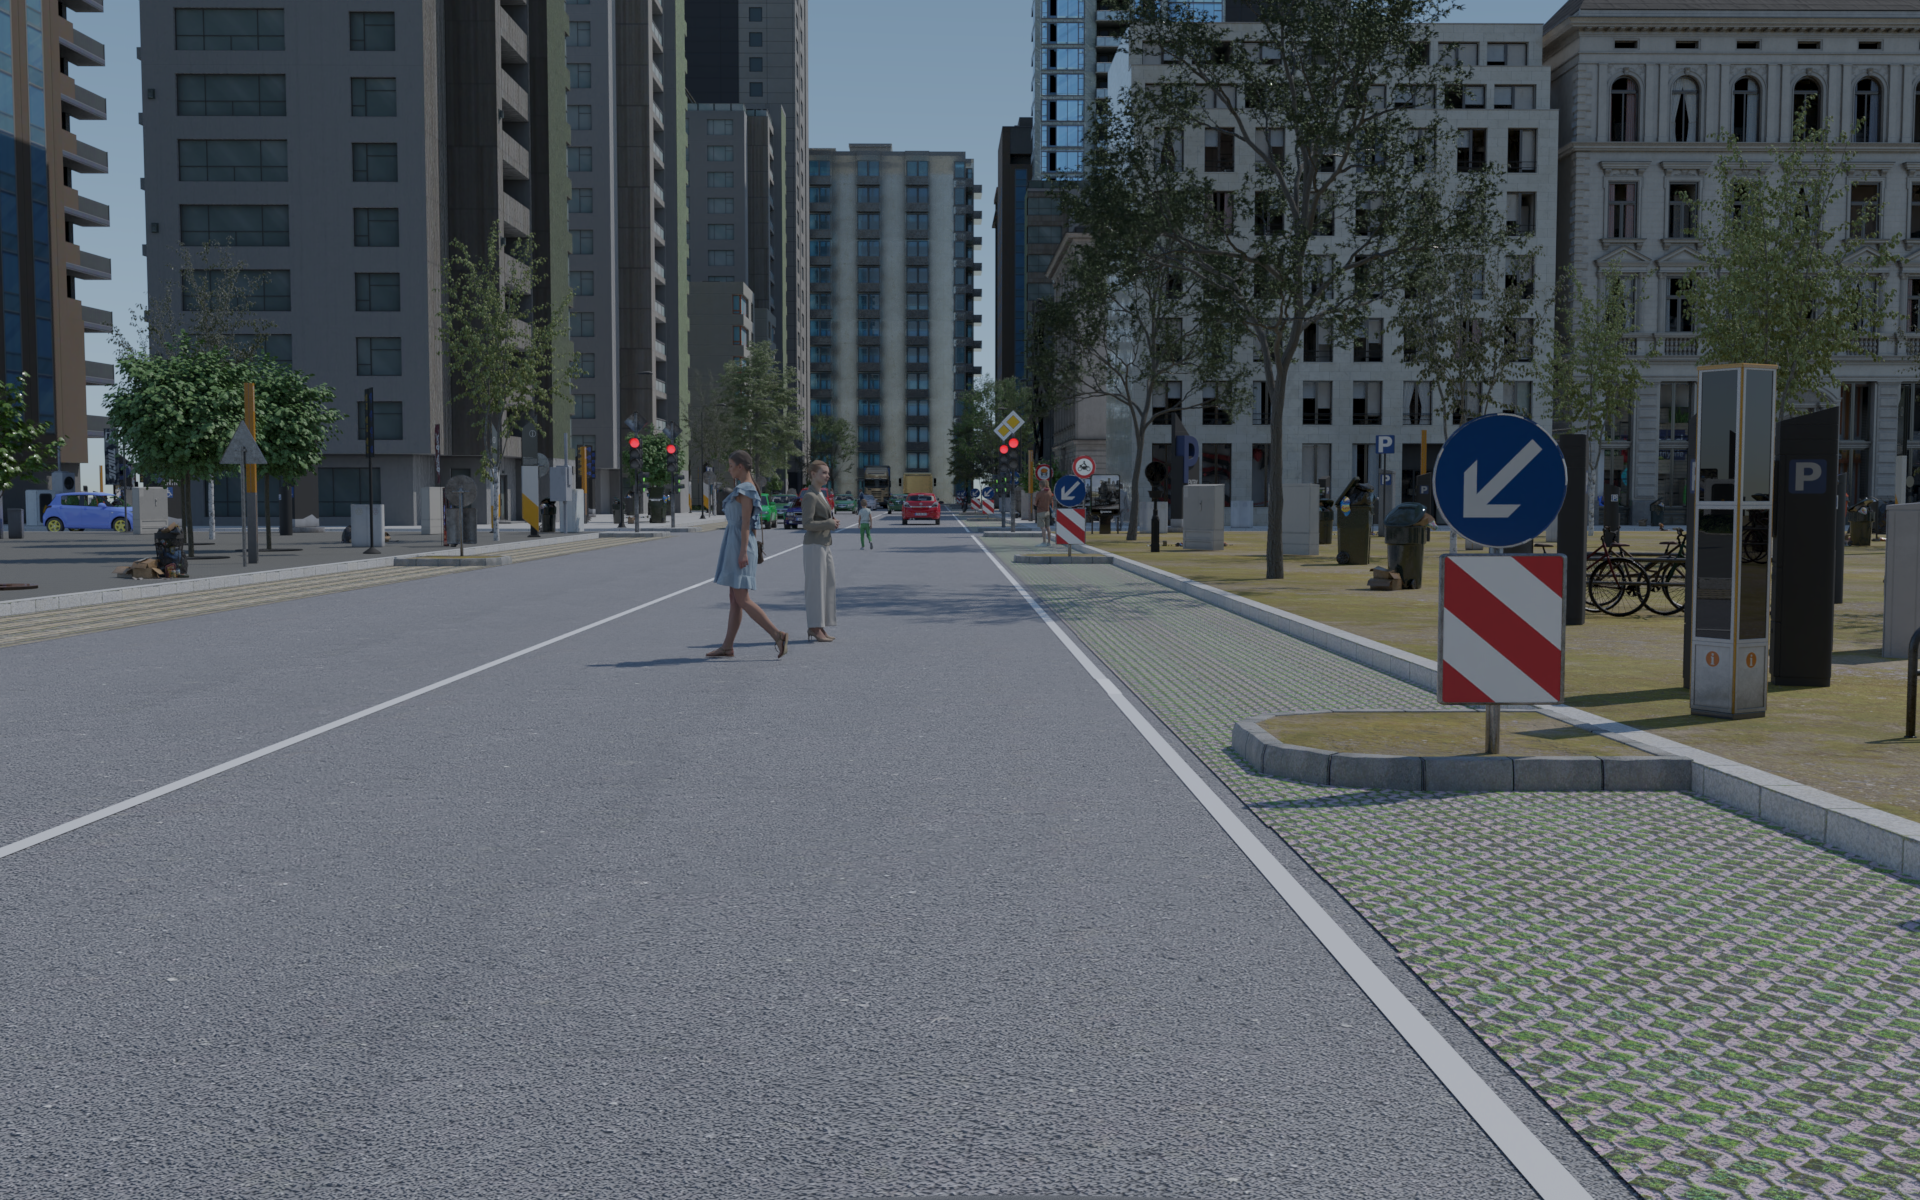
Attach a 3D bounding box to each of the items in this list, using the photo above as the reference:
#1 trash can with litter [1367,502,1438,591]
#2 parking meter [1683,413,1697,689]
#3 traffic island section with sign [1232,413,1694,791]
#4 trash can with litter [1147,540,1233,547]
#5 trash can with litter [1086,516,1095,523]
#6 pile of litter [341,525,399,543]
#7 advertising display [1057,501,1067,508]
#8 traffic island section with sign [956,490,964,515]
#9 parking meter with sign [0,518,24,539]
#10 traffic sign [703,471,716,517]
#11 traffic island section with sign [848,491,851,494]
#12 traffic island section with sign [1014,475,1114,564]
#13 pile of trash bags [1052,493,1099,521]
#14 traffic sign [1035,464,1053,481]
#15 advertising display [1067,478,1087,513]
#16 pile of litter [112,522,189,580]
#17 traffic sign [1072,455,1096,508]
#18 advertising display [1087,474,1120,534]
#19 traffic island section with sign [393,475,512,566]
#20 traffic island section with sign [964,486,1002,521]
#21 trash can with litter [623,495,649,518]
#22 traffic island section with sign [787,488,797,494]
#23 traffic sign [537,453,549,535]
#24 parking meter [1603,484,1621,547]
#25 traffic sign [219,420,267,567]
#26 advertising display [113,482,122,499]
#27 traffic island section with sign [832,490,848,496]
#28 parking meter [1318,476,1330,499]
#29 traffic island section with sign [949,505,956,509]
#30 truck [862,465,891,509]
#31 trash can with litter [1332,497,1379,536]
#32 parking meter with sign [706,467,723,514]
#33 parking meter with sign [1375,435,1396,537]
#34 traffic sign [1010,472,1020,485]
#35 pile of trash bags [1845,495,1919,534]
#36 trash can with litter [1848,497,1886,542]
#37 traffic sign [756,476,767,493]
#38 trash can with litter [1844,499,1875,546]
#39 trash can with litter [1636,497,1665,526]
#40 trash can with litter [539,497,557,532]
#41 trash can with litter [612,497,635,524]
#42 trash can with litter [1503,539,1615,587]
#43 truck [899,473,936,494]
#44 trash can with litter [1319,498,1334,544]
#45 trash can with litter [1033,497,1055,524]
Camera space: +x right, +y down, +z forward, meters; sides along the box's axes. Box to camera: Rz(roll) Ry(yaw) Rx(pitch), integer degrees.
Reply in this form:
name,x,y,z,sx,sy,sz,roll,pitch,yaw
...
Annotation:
name,x,y,z,sx,sy,sz,roll,pitch,yaw
trash can with litter,5.927,-0.726,23.264,0.624,1.170,1.055,3,4,39
parking meter,4.912,-0.341,11.291,0.255,1.863,0.399,0,4,6
traffic island section with sign,2.523,-0.038,9.243,1.989,1.847,2.006,0,4,-1
trash can with litter,5.697,-1.932,42.644,2.233,1.210,1.678,0,4,1
trash can with litter,5.585,-4.051,77.620,1.055,1.170,0.624,2,4,35
pile of litter,-15.712,-1.965,46.100,1.719,0.858,1.176,-3,5,-43
advertising display,5.434,-5.097,88.543,0.974,1.923,0.123,0,4,4
traffic island section with sign,0.929,-6.688,117.974,1.989,1.847,2.006,0,4,-1
parking meter with sign,-27.751,-3.252,49.435,1.738,3.016,0.543,-1,4,-18
traffic sign,-13.726,-5.790,94.778,0.768,2.556,0.104,0,4,1
traffic island section with sign,-12.536,-11.446,195.772,1.989,1.847,2.006,0,4,-1
traffic island section with sign,2.137,-1.686,36.195,1.989,1.847,2.006,0,4,-1
pile of trash bags,5.540,-4.388,81.494,3.447,1.369,1.912,0,4,2
traffic sign,3.549,-4.464,73.098,0.768,2.556,0.104,0,4,4
advertising display,4.920,-3.961,69.974,0.974,1.923,0.123,1,4,18
pile of litter,-12.424,-0.775,26.629,1.176,0.858,1.719,-1,4,-9
traffic sign,4.077,-3.476,56.945,0.768,2.556,0.104,0,4,3
advertising display,4.660,-3.083,55.623,0.974,1.923,0.123,-1,4,-9
traffic island section with sign,-10.180,-1.615,35.027,1.989,1.847,2.006,0,4,-1
traffic island section with sign,1.341,-5.029,90.857,1.989,1.847,2.006,0,4,-1
trash can with litter,-17.186,-4.926,91.595,2.233,1.210,1.678,0,4,3
traffic island section with sign,-11.380,-6.663,117.564,1.989,1.847,2.006,0,4,-1
traffic sign,-13.042,-3.261,53.423,0.768,2.556,0.104,1,4,8
parking meter,15.775,-2.049,41.913,0.372,1.533,0.369,0,3,0
traffic sign,-12.622,-1.865,30.493,0.884,2.594,0.081,0,4,7
advertising display,-45.281,-5.374,93.080,0.123,1.923,0.974,-1,4,-9
traffic island section with sign,-12.127,-9.739,167.861,1.989,1.847,2.006,0,4,-1
parking meter,11.749,-3.073,55.948,0.255,1.863,0.399,2,4,35
traffic island section with sign,0.196,-9.769,168.345,1.989,1.847,2.006,0,4,-1
truck,-8.177,-11.160,171.384,2.839,4.237,11.283,0,4,-2
trash can with litter,12.777,-2.639,54.203,2.233,1.210,1.678,1,4,10
parking meter with sign,-15.613,-7.054,111.590,0.543,3.016,1.738,2,4,26
parking meter with sign,12.851,-3.409,52.002,0.543,3.016,1.738,1,4,21
traffic sign,3.001,-5.923,96.939,0.768,2.556,0.104,0,4,1
pile of trash bags,29.337,-2.804,55.598,3.447,1.369,1.912,-1,4,-18
trash can with litter,24.609,-2.229,47.507,1.678,1.210,2.233,-2,4,-30
traffic sign,-14.014,-7.464,122.148,0.768,2.556,0.104,0,4,5
trash can with litter,21.968,-1.916,42.716,0.624,1.170,1.055,-2,4,-32
trash can with litter,27.342,-3.497,68.567,1.055,1.170,0.624,2,4,30
trash can with litter,-13.972,-2.870,58.312,0.624,1.170,1.055,-2,4,-30
trash can with litter,-14.357,-3.836,74.112,1.055,1.170,0.624,0,4,-4
trash can with litter,8.067,-0.785,23.898,2.233,1.210,1.678,0,4,4
truck,-3.790,-9.746,155.263,3.469,3.379,9.791,0,4,-2
trash can with litter,9.202,-2.022,44.444,0.624,1.170,1.055,0,4,-6
trash can with litter,3.715,-3.909,75.303,1.055,1.170,0.624,1,4,23
